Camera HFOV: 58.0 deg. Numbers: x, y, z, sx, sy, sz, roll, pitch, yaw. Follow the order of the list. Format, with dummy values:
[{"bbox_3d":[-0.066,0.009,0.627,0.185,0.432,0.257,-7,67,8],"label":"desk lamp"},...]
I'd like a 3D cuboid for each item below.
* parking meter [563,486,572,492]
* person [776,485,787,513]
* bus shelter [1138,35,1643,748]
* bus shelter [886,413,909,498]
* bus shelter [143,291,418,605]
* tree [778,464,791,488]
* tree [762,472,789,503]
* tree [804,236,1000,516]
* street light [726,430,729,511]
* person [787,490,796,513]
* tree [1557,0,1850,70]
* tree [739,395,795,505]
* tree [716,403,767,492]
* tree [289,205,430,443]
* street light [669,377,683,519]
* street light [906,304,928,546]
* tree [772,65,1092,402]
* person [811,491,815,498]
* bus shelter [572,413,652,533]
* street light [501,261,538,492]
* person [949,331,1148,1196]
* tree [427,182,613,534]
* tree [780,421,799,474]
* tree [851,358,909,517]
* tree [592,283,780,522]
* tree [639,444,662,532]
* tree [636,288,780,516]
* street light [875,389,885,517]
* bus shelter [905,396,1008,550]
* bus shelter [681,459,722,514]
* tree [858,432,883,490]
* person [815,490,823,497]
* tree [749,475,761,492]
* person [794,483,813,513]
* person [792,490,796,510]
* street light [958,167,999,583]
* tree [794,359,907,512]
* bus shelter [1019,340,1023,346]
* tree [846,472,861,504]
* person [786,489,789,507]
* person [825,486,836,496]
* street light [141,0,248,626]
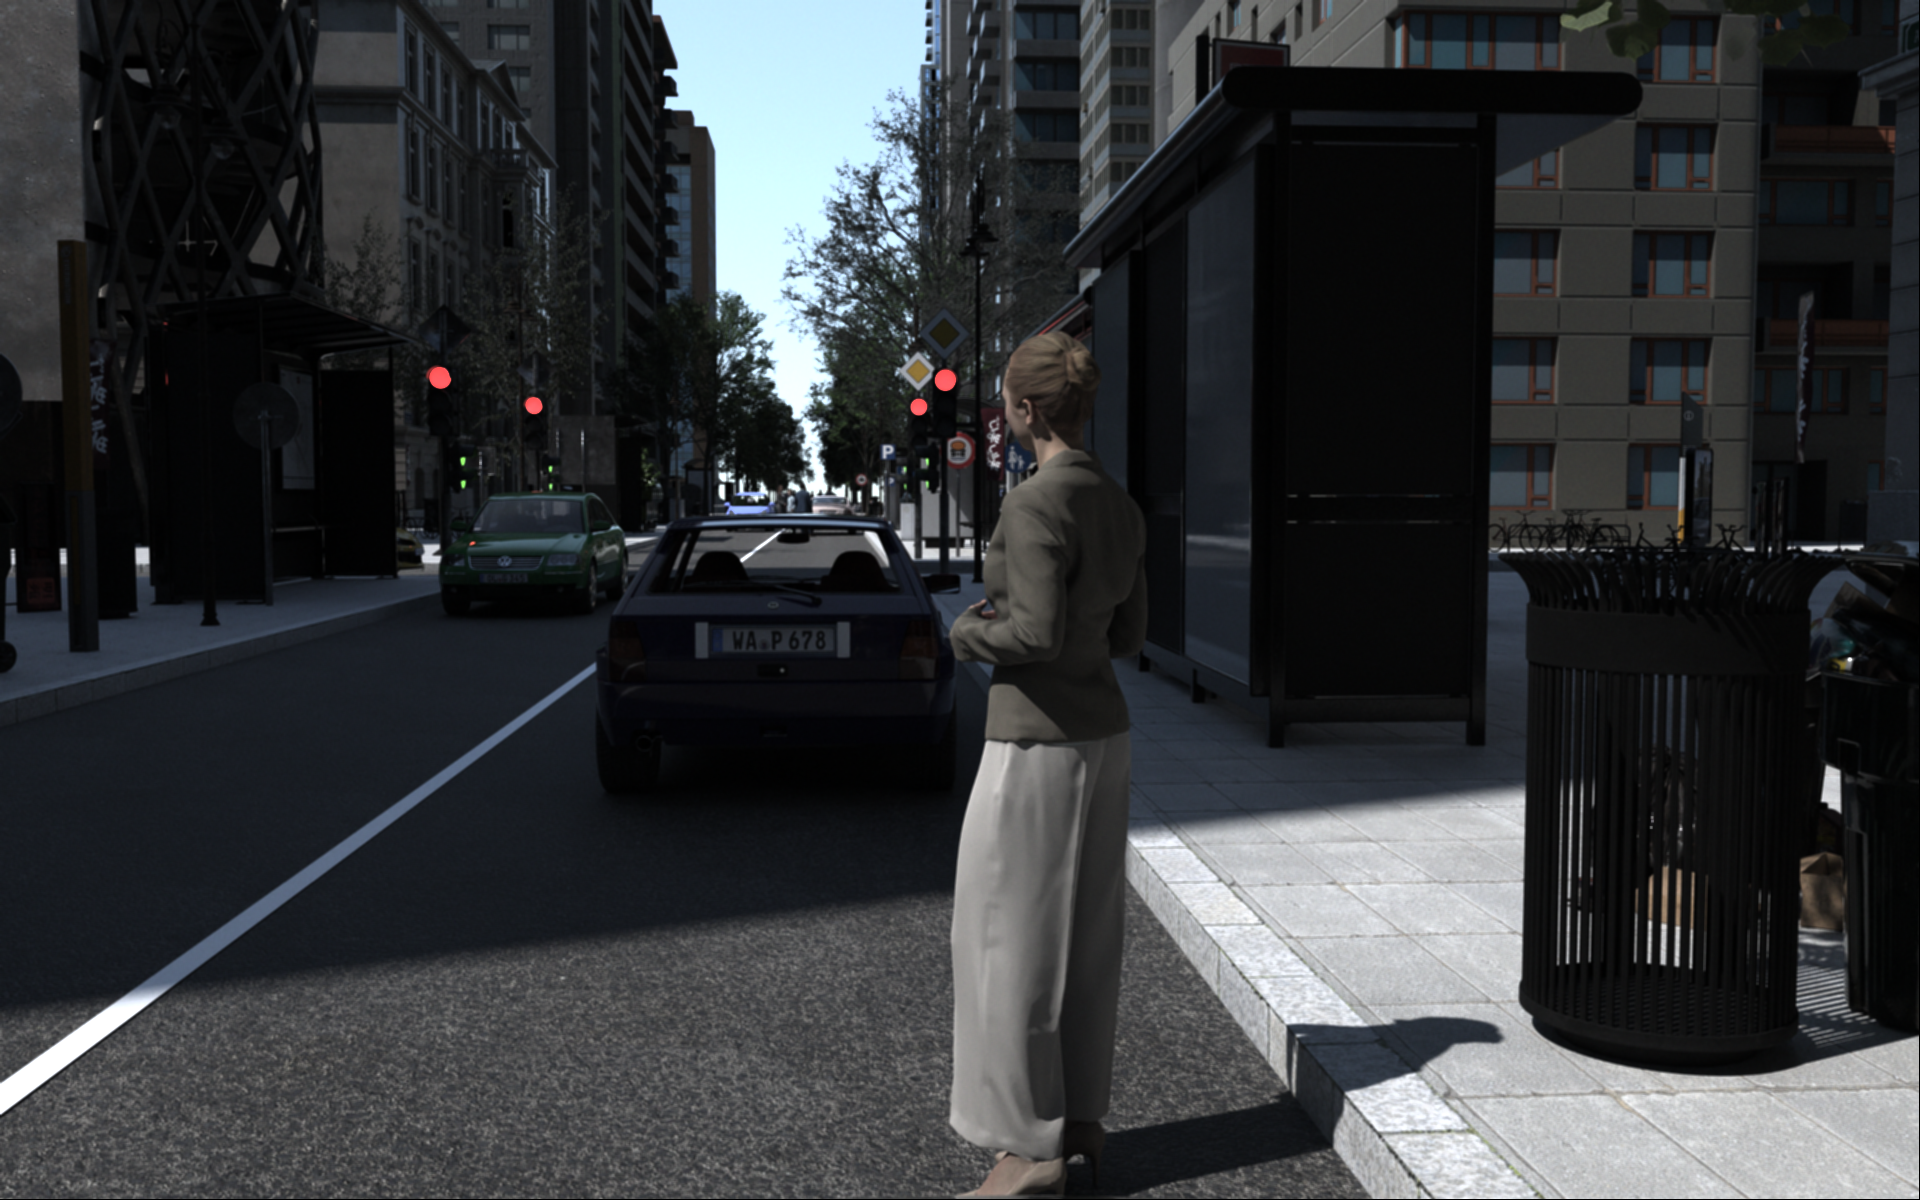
[{"bbox_3d":[-12.229,-2.803,54.232,0.372,1.533,0.369,0,3,0],"label":"parking meter"},{"bbox_3d":[-7.007,-3.683,68.996,0.573,1.790,0.520,2,4,28],"label":"person"},{"bbox_3d":[2.050,-2.157,12.899,2.179,5.291,8.768,0,4,-4],"label":"bus shelter"},{"bbox_3d":[-2.579,-6.373,81.830,2.179,5.291,8.768,0,4,-4],"label":"bus shelter"},{"bbox_3d":[-8.828,-1.950,23.158,1.731,3.624,6.357,0,4,-4],"label":"bus shelter"},{"bbox_3d":[-24.998,-17.753,240.628,4.360,8.622,3.978,0,3,0],"label":"tree"},{"bbox_3d":[-24.133,-15.136,231.191,4.285,4.588,4.351,0,3,0],"label":"tree"},{"bbox_3d":[-1.887,-8.799,69.612,9.928,11.665,9.643,0,3,0],"label":"tree"},{"bbox_3d":[-13.612,-7.858,101.265,0.468,5.910,1.993,0,4,-4],"label":"street light"},{"bbox_3d":[-6.409,-3.384,65.637,0.330,1.601,0.589,-2,4,-27],"label":"person"},{"bbox_3d":[2.620,-5.088,1.322,7.486,12.596,7.792,0,3,0],"label":"tree"},{"bbox_3d":[-21.247,-17.326,200.287,9.611,12.733,9.660,0,3,0],"label":"tree"},{"bbox_3d":[-16.484,-11.083,131.572,4.737,8.622,4.395,0,3,0],"label":"tree"},{"bbox_3d":[-15.643,-5.781,44.889,4.360,8.622,3.978,0,3,0],"label":"tree"},{"bbox_3d":[-11.177,-5.840,68.266,0.468,5.910,1.993,0,4,-4],"label":"street light"},{"bbox_3d":[-1.058,-4.257,42.389,0.468,5.910,1.993,0,4,-4],"label":"street light"},{"bbox_3d":[-0.536,-8.581,50.672,12.009,13.543,11.850,0,3,0],"label":"tree"},{"bbox_3d":[-18.145,-12.527,213.255,0.705,1.831,1.348,-2,4,-28],"label":"person"},{"bbox_3d":[-10.668,-3.804,53.484,1.731,3.624,6.357,0,4,-4],"label":"bus shelter"},{"bbox_3d":[-8.754,-3.779,34.577,0.468,5.910,1.993,0,4,-4],"label":"street light"},{"bbox_3d":[0.161,0.334,3.582,0.362,1.759,0.519,2,4,33],"label":"person"},{"bbox_3d":[-10.019,-5.547,41.055,4.360,8.622,3.978,0,3,0],"label":"tree"},{"bbox_3d":[-20.430,-15.192,182.809,7.601,10.594,8.767,0,4,2],"label":"tree"},{"bbox_3d":[-3.748,-8.545,90.077,4.360,8.622,3.978,0,3,0],"label":"tree"},{"bbox_3d":[-12.718,-8.671,76.176,7.601,10.594,8.767,0,4,6],"label":"tree"},{"bbox_3d":[-10.932,-3.895,58.292,1.663,3.219,1.824,0,3,0],"label":"tree"},{"bbox_3d":[-12.622,-9.841,86.652,9.928,11.665,9.643,0,3,0],"label":"tree"},{"bbox_3d":[-3.481,-6.301,75.808,0.468,5.910,1.993,0,4,-4],"label":"street light"},{"bbox_3d":[-0.111,-2.732,38.587,2.014,3.302,5.546,0,4,-4],"label":"bus shelter"},{"bbox_3d":[-15.132,-6.589,101.650,2.014,3.302,5.546,0,4,-4],"label":"bus shelter"},{"bbox_3d":[-7.716,-12.000,146.564,4.737,8.622,4.395,0,3,0],"label":"tree"},{"bbox_3d":[-12.084,-8.648,149.914,1.348,1.822,0.705,-1,4,-17],"label":"person"},{"bbox_3d":[-18.506,-9.879,156.129,1.663,3.219,1.824,0,3,0],"label":"tree"},{"bbox_3d":[-5.232,-3.034,58.286,0.721,1.800,0.419,0,4,6],"label":"person"},{"bbox_3d":[-15.363,-9.294,160.460,1.348,1.823,0.705,-3,5,-40],"label":"person"},{"bbox_3d":[0.259,-3.188,24.915,0.468,5.910,1.993,0,4,-4],"label":"street light"},{"bbox_3d":[-6.965,-12.835,126.855,9.611,12.733,9.660,0,3,0],"label":"tree"},{"bbox_3d":[1.995,-2.698,21.743,2.179,5.291,8.768,0,4,-4],"label":"bus shelter"},{"bbox_3d":[-13.806,-15.105,230.684,4.285,4.588,4.351,0,3,0],"label":"tree"},{"bbox_3d":[-14.479,-8.472,146.892,0.599,1.838,0.709,-2,4,-24],"label":"person"},{"bbox_3d":[-6.745,-4.939,89.244,0.794,1.824,0.713,1,4,13],"label":"person"},{"bbox_3d":[-7.330,-2.689,16.753,0.468,5.910,1.993,0,4,-4],"label":"street light"}]
